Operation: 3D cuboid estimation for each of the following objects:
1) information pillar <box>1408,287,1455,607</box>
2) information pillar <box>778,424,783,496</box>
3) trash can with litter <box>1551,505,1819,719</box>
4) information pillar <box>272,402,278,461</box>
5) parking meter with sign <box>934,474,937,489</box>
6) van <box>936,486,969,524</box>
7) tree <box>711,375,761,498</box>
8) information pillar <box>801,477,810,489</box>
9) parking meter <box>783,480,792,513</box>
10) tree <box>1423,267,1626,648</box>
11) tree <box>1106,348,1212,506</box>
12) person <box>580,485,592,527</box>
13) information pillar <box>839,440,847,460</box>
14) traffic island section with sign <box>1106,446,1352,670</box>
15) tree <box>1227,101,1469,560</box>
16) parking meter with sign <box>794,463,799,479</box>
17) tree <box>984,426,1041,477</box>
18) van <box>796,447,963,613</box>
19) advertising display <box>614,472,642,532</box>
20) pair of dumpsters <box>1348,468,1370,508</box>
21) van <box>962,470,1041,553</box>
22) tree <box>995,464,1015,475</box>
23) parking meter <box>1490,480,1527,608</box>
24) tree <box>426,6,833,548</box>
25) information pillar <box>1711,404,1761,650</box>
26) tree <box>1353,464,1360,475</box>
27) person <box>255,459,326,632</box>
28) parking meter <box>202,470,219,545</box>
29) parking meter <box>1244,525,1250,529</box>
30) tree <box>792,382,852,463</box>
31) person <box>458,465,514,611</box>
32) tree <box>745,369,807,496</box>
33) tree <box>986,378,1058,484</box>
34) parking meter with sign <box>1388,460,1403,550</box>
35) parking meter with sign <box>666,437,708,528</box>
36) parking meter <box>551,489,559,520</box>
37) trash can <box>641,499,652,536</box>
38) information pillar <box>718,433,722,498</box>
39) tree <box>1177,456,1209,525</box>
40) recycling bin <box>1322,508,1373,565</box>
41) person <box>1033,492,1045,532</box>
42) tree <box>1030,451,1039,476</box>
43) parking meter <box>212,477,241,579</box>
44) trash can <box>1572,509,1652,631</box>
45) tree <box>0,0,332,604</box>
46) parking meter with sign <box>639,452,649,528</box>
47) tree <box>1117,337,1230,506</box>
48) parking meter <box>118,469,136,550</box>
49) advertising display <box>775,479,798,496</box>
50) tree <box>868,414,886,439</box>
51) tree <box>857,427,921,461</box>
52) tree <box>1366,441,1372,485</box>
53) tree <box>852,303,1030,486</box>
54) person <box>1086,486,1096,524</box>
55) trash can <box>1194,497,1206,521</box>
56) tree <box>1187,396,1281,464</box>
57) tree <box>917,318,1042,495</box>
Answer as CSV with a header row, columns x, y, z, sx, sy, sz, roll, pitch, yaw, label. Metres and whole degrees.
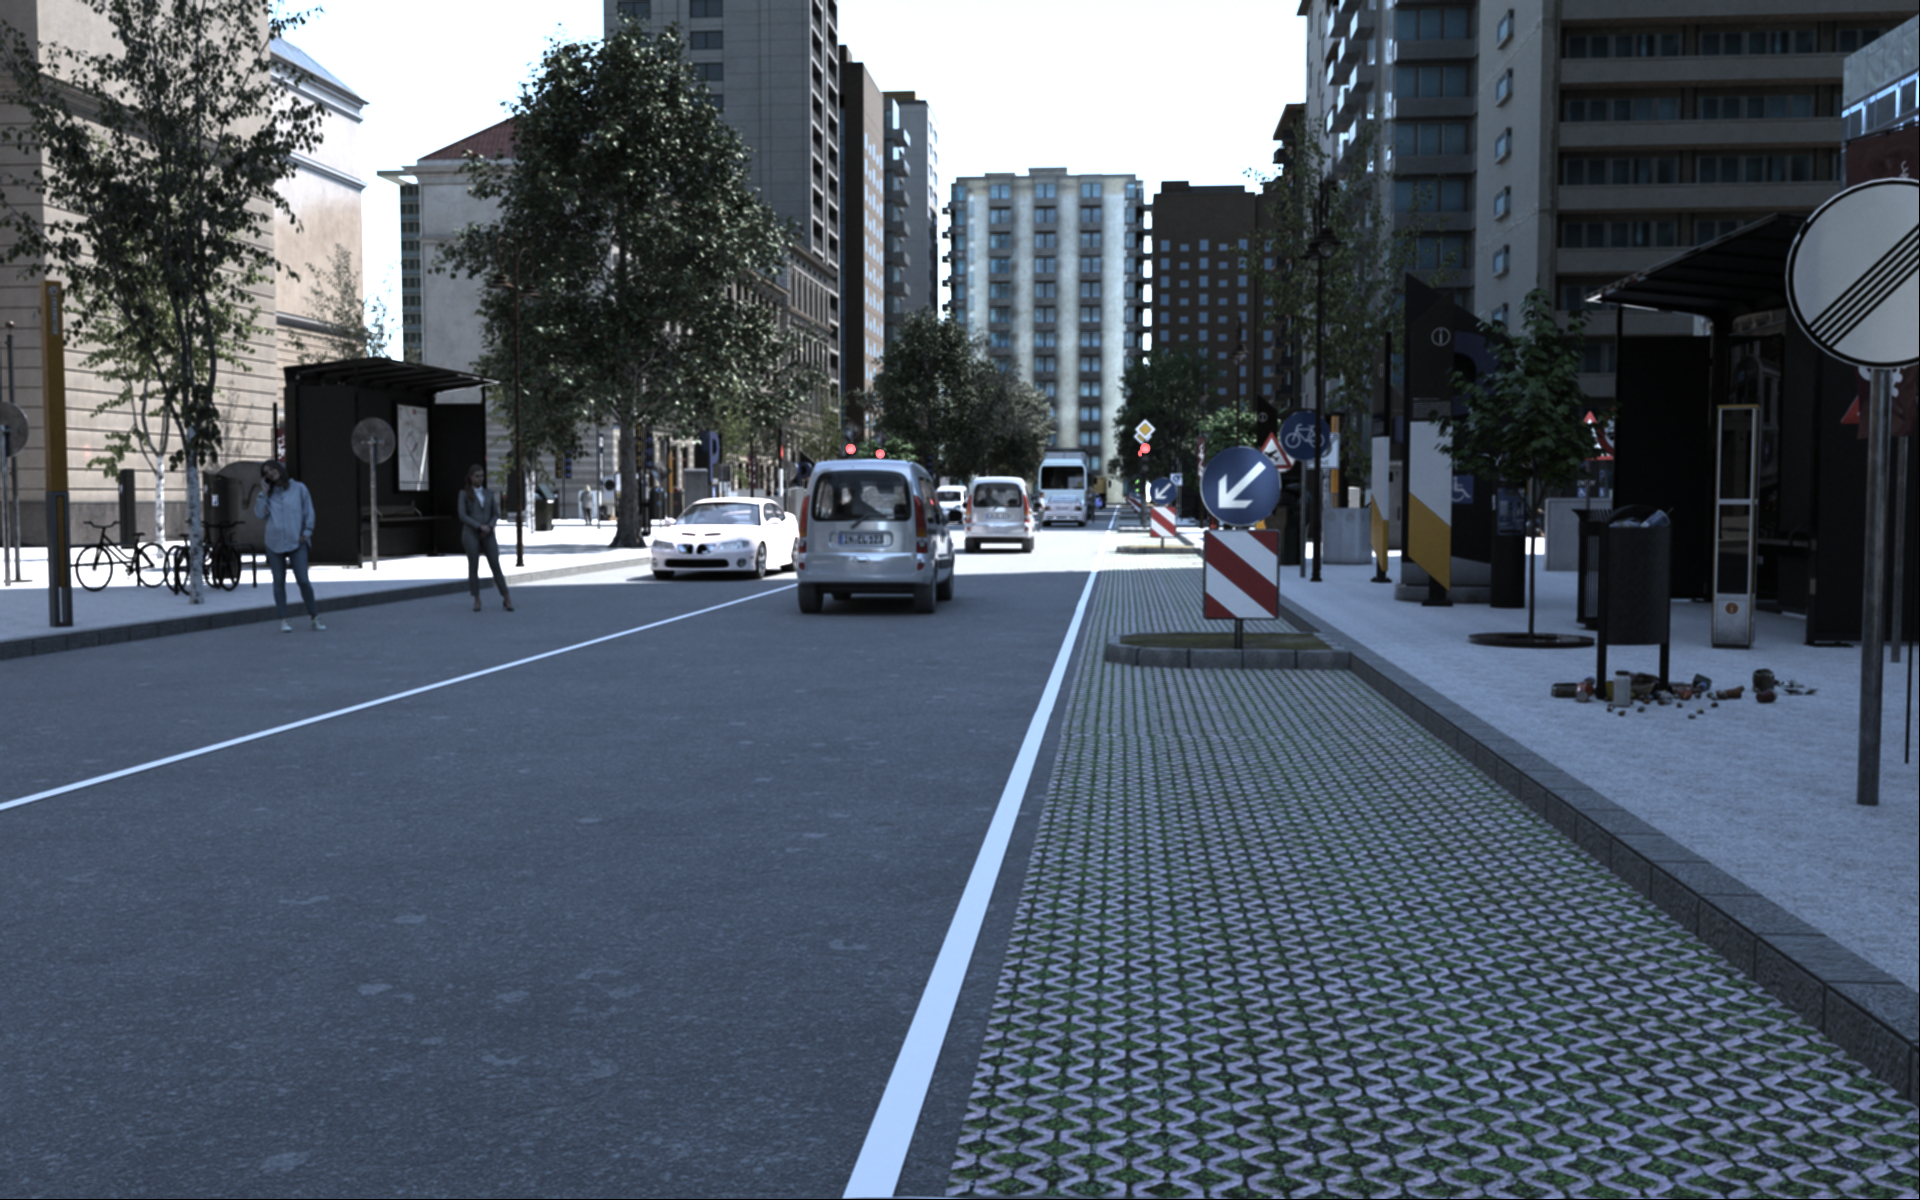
x,y,z,sx,sy,sz,roll,pitch,yaw,label
5.398,-1.739,19.787,0.504,3.616,0.183,1,4,17,information pillar
-5.865,-3.995,56.669,0.183,3.616,0.504,0,4,1,information pillar
4.638,0.009,10.917,2.233,1.210,1.678,-1,4,-21,trash can with litter
-17.594,-3.254,44.554,0.183,3.616,0.504,-2,4,-25,information pillar
-1.235,-8.890,141.610,1.738,3.016,0.543,-1,4,-18,parking meter with sign
-0.491,-4.731,84.366,2.013,2.044,4.112,0,4,7,van
-13.073,-8.979,97.170,4.737,8.622,4.395,0,3,0,tree
-7.691,-4.988,86.038,0.304,2.012,0.304,-2,4,-28,information pillar
-6.701,-3.742,66.901,0.399,1.863,0.255,3,4,37,parking meter
5.035,-1.240,14.868,1.663,3.219,1.824,0,3,0,tree
15.873,-13.369,135.588,9.611,12.733,9.660,0,3,0,tree
-15.567,-3.872,71.988,0.537,1.800,0.526,-2,4,-29,person
-5.105,-5.163,75.764,0.504,3.616,0.183,3,5,44,information pillar
2.273,-0.391,15.027,1.989,1.847,2.006,0,4,5,traffic island section with sign
7.293,-5.064,33.163,4.737,8.622,4.395,0,3,0,tree
-9.483,-6.193,97.519,0.543,3.016,1.738,-1,4,-16,parking meter with sign
6.767,-16.395,202.467,7.601,10.594,8.767,1,4,21,tree
-1.013,-0.930,22.212,2.013,2.044,4.112,0,4,4,van
-9.650,-2.764,50.401,0.974,1.923,0.123,2,4,32,advertising display
12.768,-3.421,58.429,1.574,2.255,4.437,0,4,6,pair of dumpsters
1.024,-2.237,43.594,2.013,2.044,4.112,0,4,4,van
4.434,-13.536,171.680,4.737,8.622,4.395,0,3,0,tree
6.198,-0.682,19.561,0.372,1.533,0.369,0,3,0,parking meter
-7.955,-7.603,41.314,9.611,12.733,9.660,0,3,0,tree
6.458,-0.607,14.412,0.304,2.012,0.304,2,4,30,information pillar
21.201,-6.052,93.558,1.663,3.219,1.824,0,3,0,tree
-6.996,-0.571,18.095,0.793,1.790,0.793,-3,5,-39,person
-18.058,-2.207,41.797,0.399,1.863,0.255,3,5,41,parking meter
10.250,-3.469,62.428,0.399,1.863,0.255,-1,4,-17,parking meter
-8.913,-9.999,113.841,4.737,8.622,4.395,0,3,0,tree
-5.803,-0.759,21.176,0.573,1.790,0.520,3,4,37,person
-11.112,-9.268,101.899,4.360,8.622,3.978,0,3,0,tree
6.253,-17.328,189.966,9.857,13.997,8.962,0,3,0,tree
9.940,-2.654,39.653,1.738,3.016,0.543,3,5,42,parking meter with sign
-7.829,-3.373,51.414,1.738,3.016,0.543,-1,4,-12,parking meter with sign
-20.343,-4.812,87.093,0.372,1.533,0.369,0,3,0,parking meter
-9.781,-2.535,53.096,0.748,1.137,0.748,0,3,0,trash can
-9.316,-4.576,66.179,0.504,3.616,0.183,-1,4,-13,information pillar
10.845,-5.072,77.535,1.663,3.219,1.824,0,3,0,tree
7.115,-1.176,31.786,0.722,1.027,0.722,2,4,34,recycling bin
3.051,-3.338,65.678,0.503,1.515,0.523,3,5,40,person
1.992,-14.153,148.404,9.611,12.733,9.660,0,3,0,tree
-11.146,-1.094,26.300,0.372,1.533,0.369,0,3,0,parking meter
6.167,-0.289,16.380,0.748,1.137,0.748,0,3,0,trash can
-9.074,-4.247,19.801,4.360,8.622,3.978,0,3,0,tree
-12.197,-4.281,66.256,0.543,3.016,1.738,0,4,3,parking meter with sign
14.273,-11.643,116.112,9.928,11.665,9.643,0,3,0,tree
-19.334,-2.110,40.214,0.255,1.863,0.399,-3,5,-44,parking meter
-7.465,-4.240,74.542,0.974,1.923,0.123,-1,4,-9,advertising display
-5.691,-11.899,144.902,4.360,8.622,3.978,0,3,0,tree
-3.616,-6.203,85.126,4.285,4.588,4.351,0,3,0,tree
21.629,-6.260,86.065,4.285,4.588,4.351,0,3,0,tree
-1.905,-11.428,103.858,9.611,12.733,9.660,0,3,0,tree
6.303,-4.574,83.467,0.537,1.800,0.526,3,5,43,person
11.672,-4.418,83.884,0.748,1.137,0.748,0,3,0,trash can
9.354,-4.560,58.275,4.285,4.588,4.351,0,3,0,tree
0.484,-12.830,120.132,12.009,13.543,11.850,0,3,0,tree
